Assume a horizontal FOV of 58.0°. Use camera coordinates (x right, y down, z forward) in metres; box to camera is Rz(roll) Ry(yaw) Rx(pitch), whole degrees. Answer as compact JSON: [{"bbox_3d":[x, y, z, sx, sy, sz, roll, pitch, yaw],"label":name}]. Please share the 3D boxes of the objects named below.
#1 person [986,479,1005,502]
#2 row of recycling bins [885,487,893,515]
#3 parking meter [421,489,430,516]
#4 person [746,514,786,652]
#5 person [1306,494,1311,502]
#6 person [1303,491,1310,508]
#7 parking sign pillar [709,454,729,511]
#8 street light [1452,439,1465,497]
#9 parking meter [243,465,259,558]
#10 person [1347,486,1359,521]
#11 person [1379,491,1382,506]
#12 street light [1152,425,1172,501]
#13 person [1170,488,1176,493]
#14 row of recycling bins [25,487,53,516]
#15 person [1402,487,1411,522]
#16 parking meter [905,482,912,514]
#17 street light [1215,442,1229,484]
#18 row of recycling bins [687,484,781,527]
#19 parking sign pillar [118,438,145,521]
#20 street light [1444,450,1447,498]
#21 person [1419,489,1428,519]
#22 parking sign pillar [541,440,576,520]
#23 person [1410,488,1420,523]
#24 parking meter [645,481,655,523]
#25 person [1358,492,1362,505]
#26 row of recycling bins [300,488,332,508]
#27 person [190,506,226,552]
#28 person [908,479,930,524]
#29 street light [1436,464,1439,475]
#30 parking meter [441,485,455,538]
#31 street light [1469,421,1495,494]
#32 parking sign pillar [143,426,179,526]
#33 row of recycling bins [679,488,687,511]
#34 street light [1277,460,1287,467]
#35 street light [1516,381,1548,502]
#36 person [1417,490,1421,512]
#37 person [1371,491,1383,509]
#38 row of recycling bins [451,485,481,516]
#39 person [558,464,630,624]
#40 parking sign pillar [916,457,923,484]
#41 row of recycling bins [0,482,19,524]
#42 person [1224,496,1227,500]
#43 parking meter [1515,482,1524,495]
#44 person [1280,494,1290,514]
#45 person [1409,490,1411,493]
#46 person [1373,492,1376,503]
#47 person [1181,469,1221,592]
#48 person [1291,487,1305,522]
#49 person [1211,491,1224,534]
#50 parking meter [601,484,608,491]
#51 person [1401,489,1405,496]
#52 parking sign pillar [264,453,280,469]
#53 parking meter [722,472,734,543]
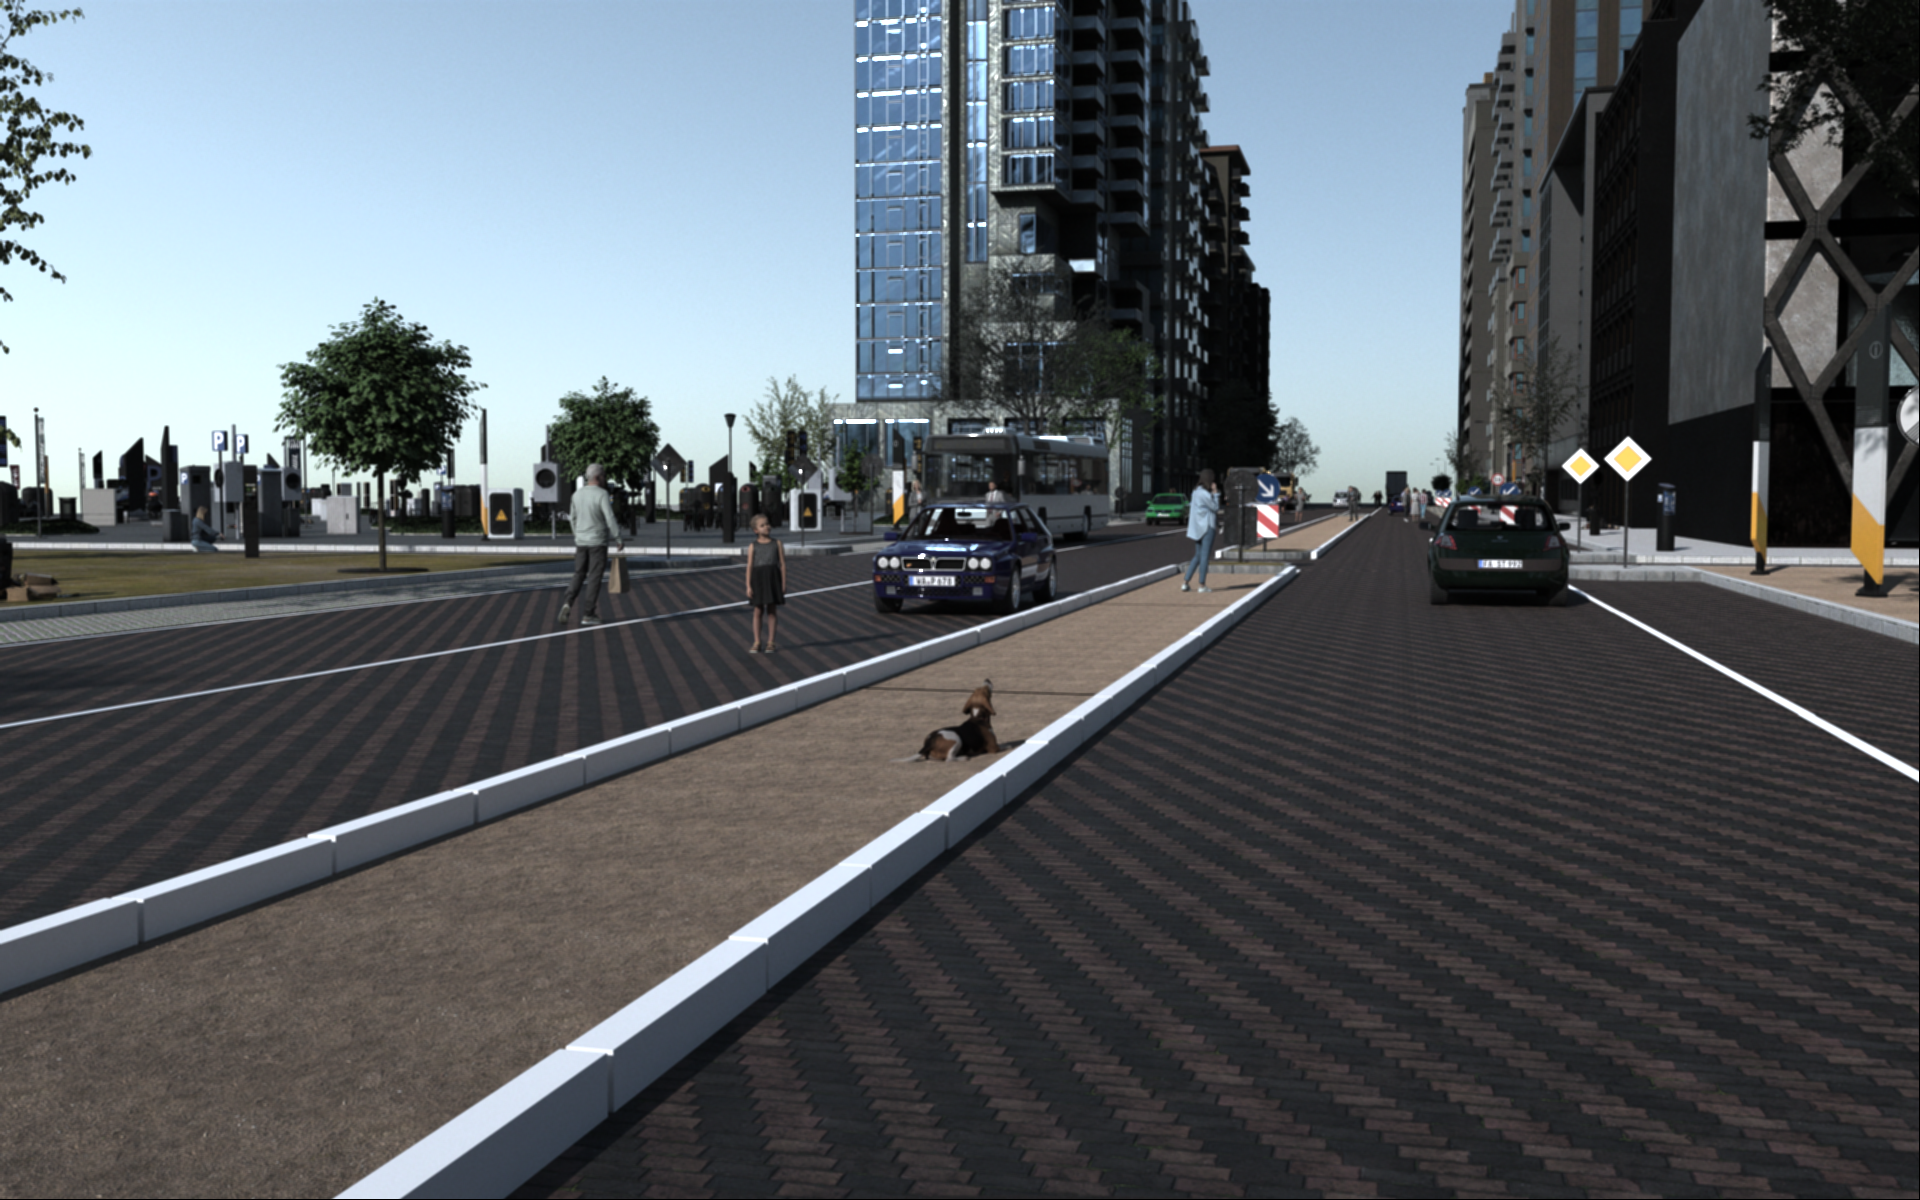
[{"bbox_3d":[0.849,-2.047,42.248,0.678,1.792,0.850,2,4,34],"label":"person"},{"bbox_3d":[-3.495,-6.099,106.826,1.069,1.692,3.534,-2,4,-31],"label":"row of recycling bins"},{"bbox_3d":[-24.835,-4.410,80.516,0.372,1.533,0.369,0,3,0],"label":"parking meter"},{"bbox_3d":[-1.760,-0.158,15.752,0.362,1.253,0.373,0,4,-2],"label":"person"},{"bbox_3d":[49.178,-14.208,243.987,0.799,1.438,0.628,1,4,12],"label":"person"},{"bbox_3d":[36.341,-10.663,182.925,1.350,1.814,0.705,0,4,7],"label":"person"},{"bbox_3d":[-16.265,-7.865,117.061,1.447,3.967,1.447,0,4,4],"label":"parking sign pillar"},{"bbox_3d":[42.635,-10.652,146.699,1.470,5.913,1.316,1,4,14],"label":"street light"},{"bbox_3d":[-14.252,-1.780,34.817,0.255,1.863,0.399,-1,4,-21],"label":"parking meter"},{"bbox_3d":[20.562,-5.038,90.673,0.655,1.846,0.447,3,5,41],"label":"person"},{"bbox_3d":[49.926,-12.085,206.019,0.705,1.831,1.348,-1,4,-15],"label":"person"},{"bbox_3d":[13.586,-8.825,116.828,1.470,5.913,1.316,1,4,14],"label":"street light"},{"bbox_3d":[13.447,-6.170,109.348,0.573,1.828,0.580,2,4,29],"label":"person"},{"bbox_3d":[-54.275,-5.804,102.000,1.069,1.692,3.534,-1,4,-11],"label":"row of recycling bins"},{"bbox_3d":[23.318,-4.980,90.108,0.709,1.800,0.728,0,4,-8],"label":"person"},{"bbox_3d":[-2.539,-4.797,84.150,0.255,1.863,0.399,-3,5,-41],"label":"parking meter"},{"bbox_3d":[23.327,-11.133,154.567,1.470,5.913,1.316,1,4,14],"label":"street light"},{"bbox_3d":[-8.749,-3.723,67.980,3.534,1.692,1.069,0,4,6],"label":"row of recycling bins"},{"bbox_3d":[-39.293,-5.729,82.147,1.447,3.967,1.447,1,4,11],"label":"parking sign pillar"},{"bbox_3d":[52.185,-12.946,184.203,1.470,5.913,1.316,1,4,14],"label":"street light"},{"bbox_3d":[26.846,-5.571,100.417,0.563,1.720,0.643,3,5,45],"label":"person"},{"bbox_3d":[-15.631,-4.833,67.498,1.447,3.967,1.447,1,4,17],"label":"parking sign pillar"},{"bbox_3d":[22.905,-4.782,87.262,0.480,1.755,0.524,-1,4,-11],"label":"person"},{"bbox_3d":[-13.780,-4.357,76.949,0.399,1.863,0.255,2,4,31],"label":"parking meter"},{"bbox_3d":[54.220,-13.831,235.319,0.721,1.739,1.217,-2,4,-35],"label":"person"},{"bbox_3d":[-41.303,-6.353,110.989,3.534,1.692,1.069,3,5,45],"label":"row of recycling bins"},{"bbox_3d":[-17.620,-1.622,40.521,0.738,1.151,1.012,-2,4,-26],"label":"person"},{"bbox_3d":[-0.993,-2.046,42.135,0.537,1.800,0.526,0,4,-3],"label":"person"},{"bbox_3d":[62.909,-15.542,226.657,1.470,5.913,1.316,1,4,14],"label":"street light"},{"bbox_3d":[-14.973,-2.584,50.667,0.372,1.533,0.369,0,3,0],"label":"parking meter"},{"bbox_3d":[33.242,-8.384,109.622,1.470,5.913,1.316,1,4,14],"label":"street light"},{"bbox_3d":[-31.544,-4.932,69.103,1.447,3.967,1.447,-2,4,-32],"label":"parking sign pillar"},{"bbox_3d":[-17.613,-6.524,113.785,1.069,1.692,3.534,-1,4,-23],"label":"row of recycling bins"},{"bbox_3d":[43.654,-16.066,235.214,1.470,5.913,1.316,1,4,14],"label":"street light"},{"bbox_3d":[23.555,-6.038,71.265,1.470,5.913,1.316,1,4,14],"label":"street light"},{"bbox_3d":[37.569,-8.119,141.688,0.683,1.767,0.568,-1,4,-10],"label":"person"},{"bbox_3d":[39.442,-9.442,163.700,1.217,1.723,0.721,2,4,31],"label":"person"},{"bbox_3d":[-22.703,-4.394,78.955,1.069,1.692,3.534,-2,4,-34],"label":"row of recycling bins"},{"bbox_3d":[-3.999,-0.614,19.022,0.782,1.767,0.515,2,4,29],"label":"person"},{"bbox_3d":[-1.762,-6.548,95.532,1.447,3.967,1.447,0,4,-6],"label":"parking sign pillar"},{"bbox_3d":[-34.185,-3.323,61.440,1.069,1.692,3.534,-3,4,-37],"label":"row of recycling bins"},{"bbox_3d":[22.520,-8.199,145.743,0.628,1.438,0.799,1,4,15],"label":"person"},{"bbox_3d":[27.159,-4.798,84.155,0.399,1.863,0.255,2,4,26],"label":"parking meter"},{"bbox_3d":[22.787,-6.706,121.376,0.697,1.427,0.421,0,4,6],"label":"person"},{"bbox_3d":[45.266,-10.140,174.295,1.348,1.824,0.705,3,5,44],"label":"person"},{"bbox_3d":[63.721,-15.711,265.396,0.705,1.821,1.348,-2,4,-28],"label":"person"},{"bbox_3d":[3.493,-1.001,25.138,0.793,1.790,0.793,3,5,41],"label":"person"},{"bbox_3d":[17.469,-4.934,89.528,0.716,1.782,0.532,1,4,15],"label":"person"},{"bbox_3d":[9.062,-3.293,62.180,0.795,1.843,0.661,-2,4,-25],"label":"person"},{"bbox_3d":[-19.547,-5.474,95.207,0.399,1.863,0.255,2,4,26],"label":"parking meter"},{"bbox_3d":[34.457,-7.717,134.537,0.709,1.838,0.599,-1,4,-15],"label":"person"},{"bbox_3d":[-45.352,-7.691,114.216,1.447,3.967,1.447,3,4,38],"label":"parking sign pillar"},{"bbox_3d":[-6.109,-2.446,45.700,0.255,1.863,0.399,0,4,1],"label":"parking meter"}]
